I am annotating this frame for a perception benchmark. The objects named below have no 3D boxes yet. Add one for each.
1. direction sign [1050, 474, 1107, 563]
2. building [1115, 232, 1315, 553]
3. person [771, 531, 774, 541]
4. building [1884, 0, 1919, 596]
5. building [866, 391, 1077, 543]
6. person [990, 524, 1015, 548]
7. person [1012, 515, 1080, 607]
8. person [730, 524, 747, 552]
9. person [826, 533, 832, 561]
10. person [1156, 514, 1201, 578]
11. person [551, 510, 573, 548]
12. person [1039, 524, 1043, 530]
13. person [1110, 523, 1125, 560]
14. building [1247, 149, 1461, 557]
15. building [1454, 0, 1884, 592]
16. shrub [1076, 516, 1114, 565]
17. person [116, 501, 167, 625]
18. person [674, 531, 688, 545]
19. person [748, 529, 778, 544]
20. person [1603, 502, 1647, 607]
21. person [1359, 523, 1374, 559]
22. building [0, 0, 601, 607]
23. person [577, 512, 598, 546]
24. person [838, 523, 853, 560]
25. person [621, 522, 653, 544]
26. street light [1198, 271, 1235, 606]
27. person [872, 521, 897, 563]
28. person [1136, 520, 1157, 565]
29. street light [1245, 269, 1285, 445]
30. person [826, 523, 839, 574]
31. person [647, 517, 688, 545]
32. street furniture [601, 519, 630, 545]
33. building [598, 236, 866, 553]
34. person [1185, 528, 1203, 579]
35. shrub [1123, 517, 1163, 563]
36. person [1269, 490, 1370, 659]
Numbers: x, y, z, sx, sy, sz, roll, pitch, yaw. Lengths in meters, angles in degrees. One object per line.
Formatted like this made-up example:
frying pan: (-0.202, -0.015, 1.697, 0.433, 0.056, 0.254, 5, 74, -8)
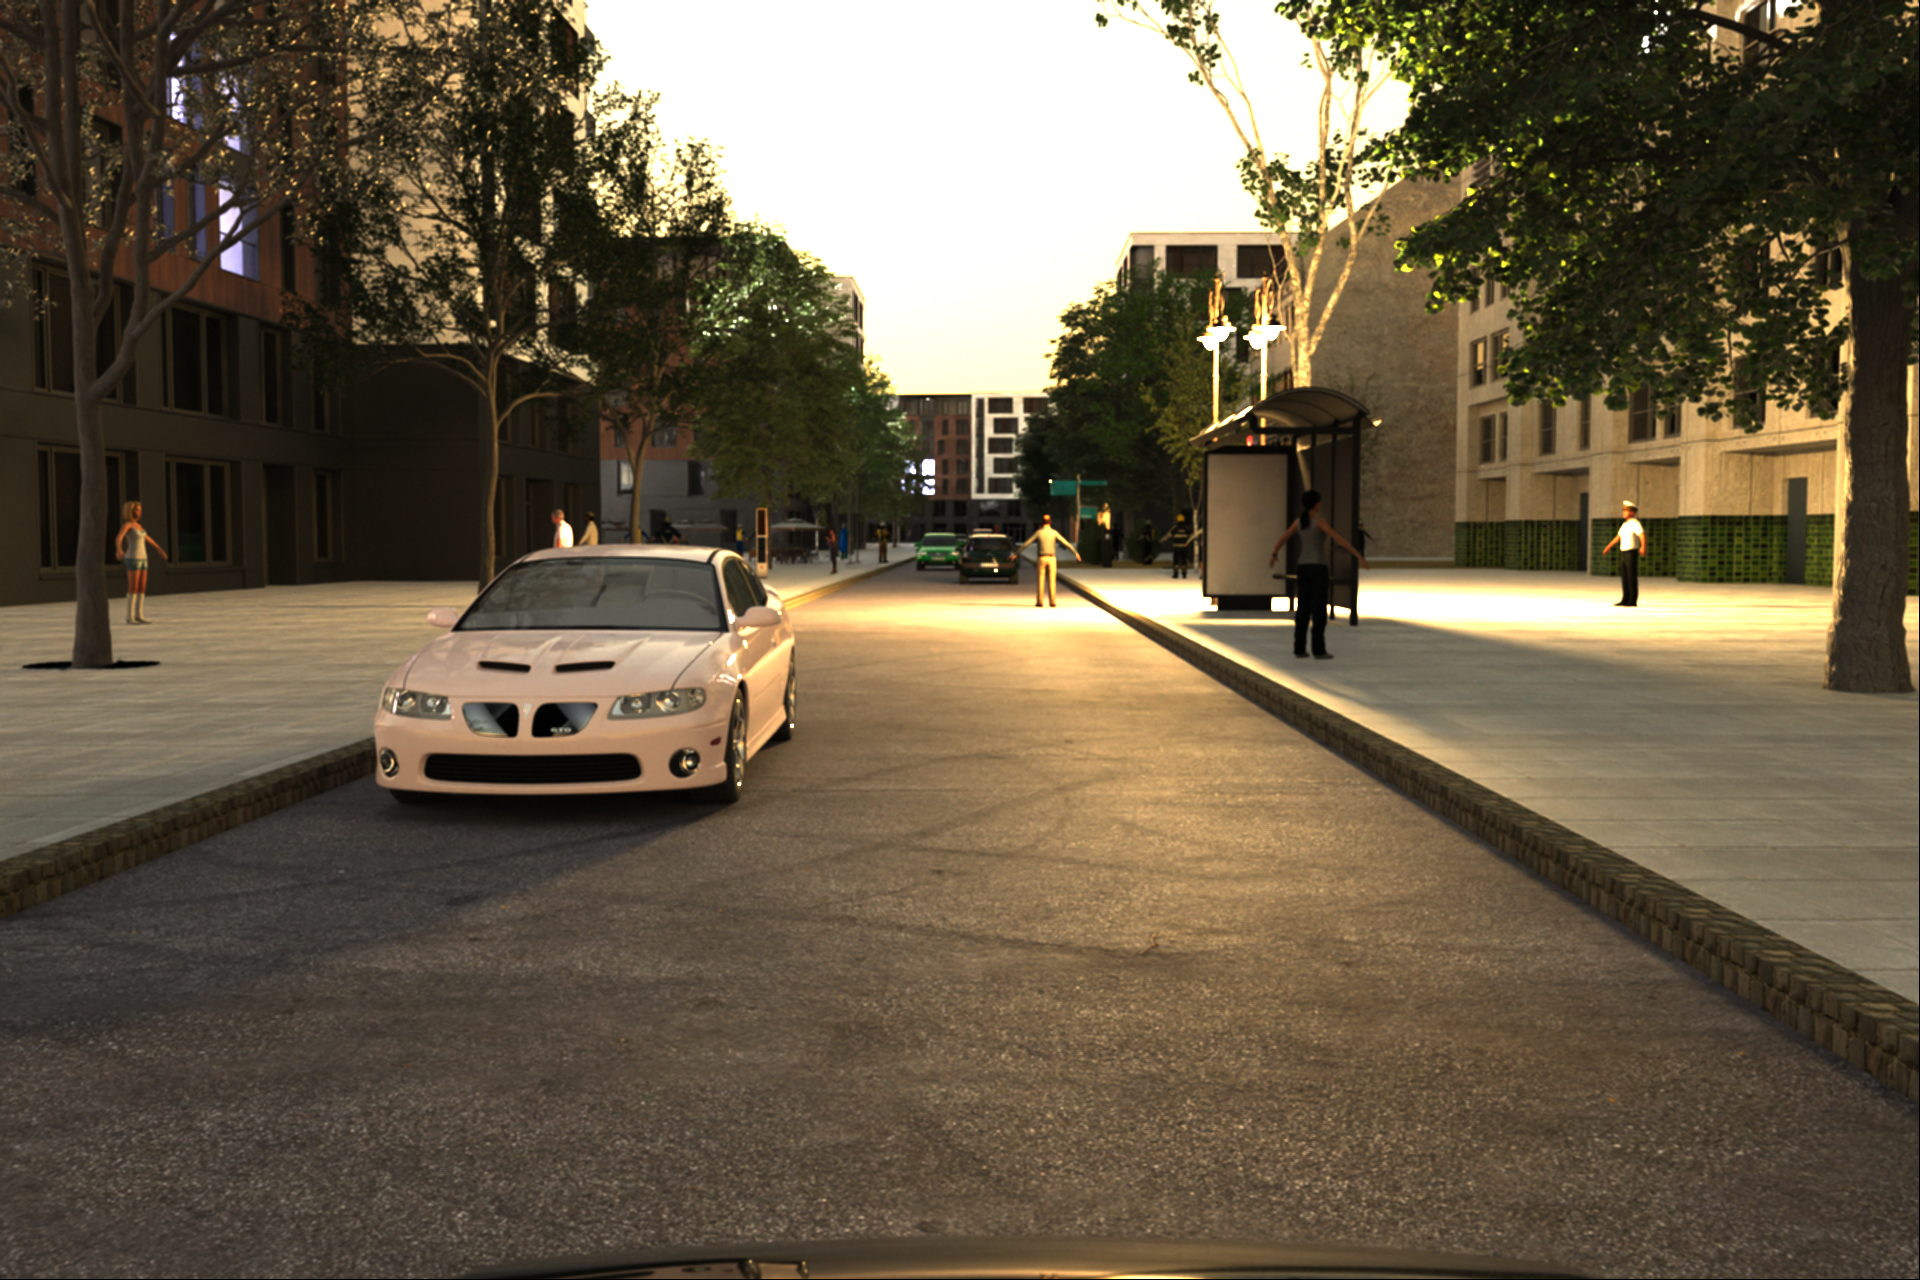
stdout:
direction sign: (5.268, -5.366, 76.489, 2.525, 3.948, 1.411, 0, 4, 0)
building: (25.766, -17.716, 133.632, 27.936, 21.610, 32.646, 0, 4, 1)
person: (-11.314, -5.884, 102.393, 0.705, 1.806, 1.347, 1, 4, 21)
building: (27.683, -9.453, 21.015, 16.747, 18.905, 31.486, 0, 4, 1)
building: (0.962, -25.353, 260.949, 32.646, 21.610, 27.936, 0, 4, 6)
person: (1.353, -3.346, 63.390, 1.346, 1.802, 0.704, 0, 4, 0)
person: (1.687, -1.542, 33.932, 1.348, 1.796, 0.705, 0, 3, 0)
person: (-12.571, -5.673, 98.727, 1.349, 1.833, 0.705, 3, 4, 38)
person: (-6.277, -4.550, 83.656, 0.599, 1.433, 0.991, 1, 4, 11)
person: (6.381, -2.719, 50.222, 1.351, 1.858, 0.704, 0, 4, -4)
person: (-7.067, -1.443, 30.569, 0.436, 1.711, 0.756, 1, 4, 12)
person: (3.071, -3.474, 65.391, 0.704, 1.812, 1.346, 0, 4, -2)
person: (7.643, -4.846, 85.411, 1.347, 1.806, 0.705, -2, 4, -31)
building: (27.978, -16.709, 104.122, 19.493, 23.208, 18.063, 0, 4, 1)
building: (27.872, -11.401, 52.859, 16.747, 18.905, 31.486, 0, 4, 1)
shrub: (5.642, -4.146, 72.204, 1.690, 2.028, 1.600, 0, 3, 0)
person: (-11.624, -1.099, 24.578, 0.721, 1.753, 1.214, 0, 4, 4)
person: (-13.869, -4.757, 84.581, 1.217, 1.733, 0.721, 1, 4, 12)
person: (-7.549, -3.654, 65.876, 1.348, 1.813, 0.705, 2, 4, 29)
person: (11.808, -1.518, 30.614, 0.704, 1.855, 1.343, 0, 4, -8)
person: (20.232, -4.976, 87.285, 1.347, 1.837, 0.705, -1, 4, -22)
building: (-26.991, -12.275, 44.664, 27.936, 21.610, 32.646, 0, 4, 2)
person: (-9.003, -2.198, 42.031, 0.704, 1.819, 1.344, 0, 4, 7)
person: (-5.807, -4.909, 86.384, 1.347, 1.817, 0.704, 3, 5, 41)
person: (-12.457, -3.686, 66.734, 1.216, 1.772, 0.721, 0, 4, -4)
street light: (4.524, -3.543, 30.718, 0.468, 5.910, 1.993, 0, 4, 1)
person: (-3.420, -4.374, 77.280, 1.354, 1.858, 0.705, 2, 4, 33)
person: (7.854, -4.071, 72.347, 0.705, 1.856, 1.354, 3, 5, 43)
street light: (5.345, -3.531, 30.522, 0.468, 5.910, 1.993, 0, 4, 0)
person: (-4.139, -2.960, 55.916, 0.415, 1.643, 0.593, -2, 4, -29)
person: (-9.441, -3.061, 55.913, 1.351, 1.845, 0.704, -1, 4, -15)
street furniture: (-28.444, -4.147, 72.837, 27.439, 1.986, 14.083, 0, 4, 2)
building: (-22.465, -17.833, 135.551, 27.936, 21.610, 32.646, 0, 4, 1)
person: (6.996, -2.590, 49.181, 1.217, 1.735, 0.721, 0, 4, 3)
shrub: (8.110, -4.442, 76.661, 1.661, 2.075, 1.752, 0, 3, 0)
person: (3.690, -0.680, 17.931, 0.721, 1.737, 1.217, -3, 5, -43)
